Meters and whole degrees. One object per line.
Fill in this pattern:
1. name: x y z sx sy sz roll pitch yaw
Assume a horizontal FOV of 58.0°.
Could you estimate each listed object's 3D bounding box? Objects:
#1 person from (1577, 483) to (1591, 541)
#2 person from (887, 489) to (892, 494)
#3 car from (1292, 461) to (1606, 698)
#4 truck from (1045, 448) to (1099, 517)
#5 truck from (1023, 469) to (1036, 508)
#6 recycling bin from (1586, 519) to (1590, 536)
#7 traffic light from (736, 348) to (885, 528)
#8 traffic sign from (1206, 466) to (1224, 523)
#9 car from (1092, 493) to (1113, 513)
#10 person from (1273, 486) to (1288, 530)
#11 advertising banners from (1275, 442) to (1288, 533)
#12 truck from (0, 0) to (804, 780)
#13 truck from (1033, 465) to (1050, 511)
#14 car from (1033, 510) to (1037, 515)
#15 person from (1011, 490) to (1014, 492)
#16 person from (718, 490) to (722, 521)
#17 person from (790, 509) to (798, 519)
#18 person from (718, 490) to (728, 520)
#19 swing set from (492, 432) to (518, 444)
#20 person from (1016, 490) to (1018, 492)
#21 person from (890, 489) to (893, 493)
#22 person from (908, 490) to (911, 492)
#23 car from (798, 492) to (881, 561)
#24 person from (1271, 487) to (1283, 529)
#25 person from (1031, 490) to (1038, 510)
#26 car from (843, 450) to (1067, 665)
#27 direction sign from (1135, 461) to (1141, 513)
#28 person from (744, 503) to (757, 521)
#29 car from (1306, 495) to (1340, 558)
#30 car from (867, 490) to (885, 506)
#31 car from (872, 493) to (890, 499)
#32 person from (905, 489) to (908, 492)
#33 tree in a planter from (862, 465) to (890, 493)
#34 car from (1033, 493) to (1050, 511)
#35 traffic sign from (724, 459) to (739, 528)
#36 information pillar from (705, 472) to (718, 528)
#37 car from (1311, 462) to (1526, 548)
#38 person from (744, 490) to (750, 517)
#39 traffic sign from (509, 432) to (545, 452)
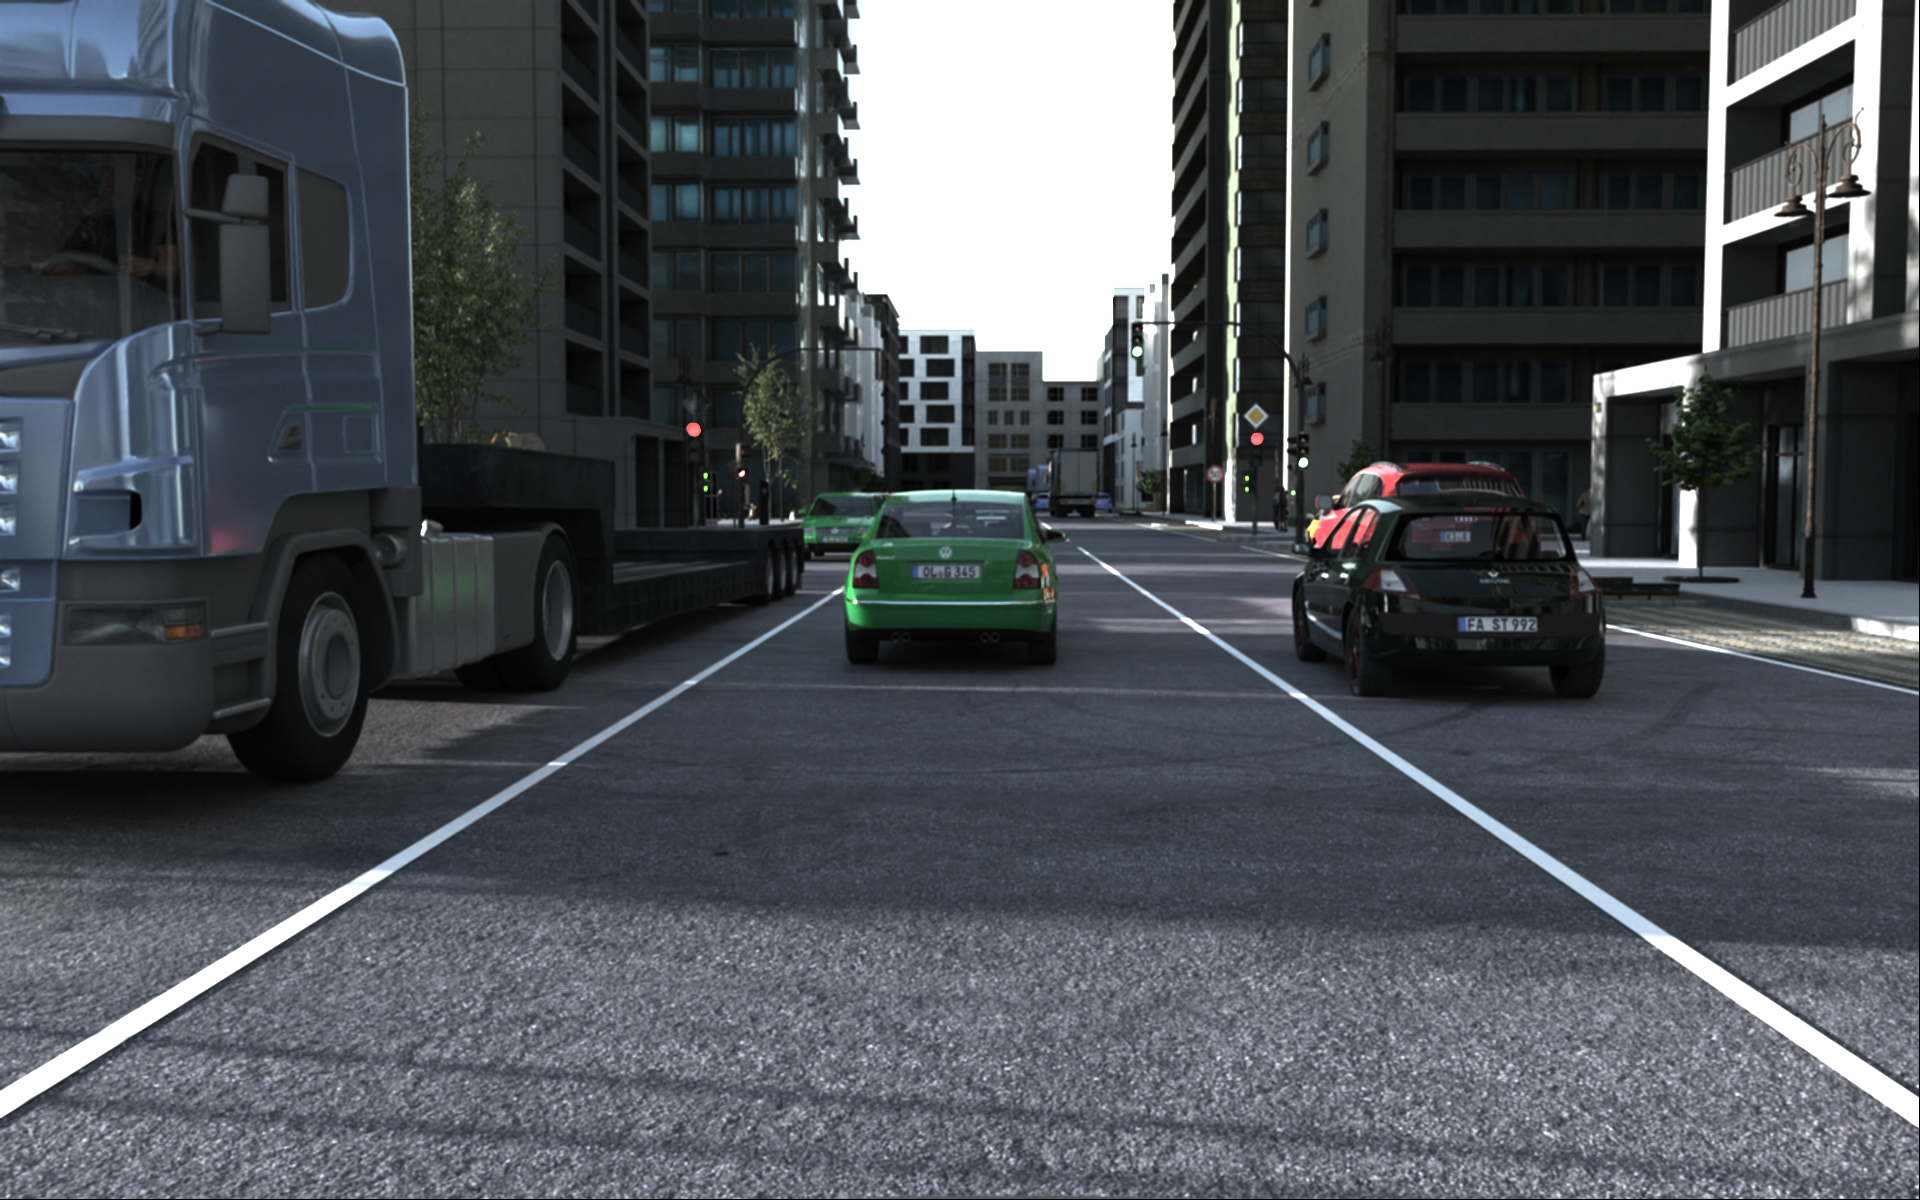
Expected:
1. person: 17.858 -2.443 48.979 0.617 1.759 0.750 3 4 37
2. person: -2.991 -3.816 72.361 0.593 1.643 0.415 3 5 44
3. car: 3.696 -0.234 13.613 2.009 1.686 4.222 0 4 3
4. truck: 7.131 -7.435 110.470 2.839 4.237 11.283 0 4 0
5. truck: 8.319 -11.695 180.971 2.967 4.110 18.799 0 4 1
6. recycling bin: 19.482 -2.455 52.693 0.722 1.027 0.722 0 4 4
7. traffic light: -4.716 -4.851 53.976 4.771 5.953 1.251 0 4 1
8. traffic sign: 11.393 -4.727 77.392 0.768 2.556 0.104 1 4 8
9. car: 10.705 -7.476 131.817 1.945 1.707 3.694 0 4 3
10. person: 11.529 -3.307 62.328 0.590 1.554 0.614 -2 4 -33
11. advertising banners: 10.787 -3.793 58.196 0.090 3.025 2.074 0 3 0
12. truck: -3.958 -1.585 15.670 2.967 4.110 18.799 0 4 3
13. truck: 8.152 -10.004 153.331 2.967 4.110 18.799 0 4 1
14. car: 0.702 -1.685 39.355 2.131 1.459 4.920 0 4 1
15. person: 3.694 -6.815 120.738 0.655 1.722 0.431 3 4 36
16. person: -11.711 -4.622 83.069 0.566 1.644 0.517 0 4 3
17. person: -8.395 -4.343 87.534 0.381 0.543 0.357 2 4 34
18. person: -11.646 -4.669 85.070 0.574 1.496 0.600 0 4 7
19. swing set: -11.483 -2.864 44.452 2.862 2.851 3.119 0 4 -3
20. person: 4.984 -8.941 155.126 0.568 1.767 0.683 2 4 31
21. person: -6.487 -9.564 162.498 0.705 1.814 1.350 0 4 -6
22. person: -4.282 -8.392 145.799 0.705 1.812 1.348 2 4 27
23. car: -2.547 -1.822 38.585 1.959 1.807 4.718 0 4 2
24. person: 11.713 -3.395 63.769 0.499 1.552 0.429 0 4 5
25. person: 5.654 -7.603 133.744 0.436 1.711 0.756 -2 4 -29
26. car: 0.009 -0.438 15.959 1.959 1.807 4.718 0 4 3
27. direction sign: 12.201 -7.751 118.722 0.379 3.537 0.876 -1 4 -11
28. person: -10.138 -4.255 83.541 0.695 0.859 0.347 -2 4 -31
29. car: 8.600 -1.661 37.388 2.015 1.641 3.980 0 4 1
30. car: -3.282 -3.050 59.651 2.009 1.686 4.222 0 4 1
31. car: -3.251 -3.513 66.474 2.155 1.783 4.494 0 4 3
32. person: -4.622 -8.575 148.711 0.705 1.824 1.348 2 4 30
33. tree in a planter: -5.308 -6.750 107.588 1.991 3.239 1.994 0 4 1
34. car: 6.720 -7.873 138.310 1.945 1.707 3.694 0 4 1
35. traffic sign: -8.298 -3.889 63.691 0.768 2.556 0.104 0 4 4
36. information pillar: -8.321 -3.271 57.968 0.304 2.012 0.304 2 4 35
37. car: 5.685 -0.789 21.571 2.281 1.827 5.304 0 4 3
38. person: -10.711 -4.759 86.400 0.613 1.512 0.480 1 4 16
39. traffic sign: -8.939 -2.179 35.729 0.768 2.556 0.104 0 4 2
